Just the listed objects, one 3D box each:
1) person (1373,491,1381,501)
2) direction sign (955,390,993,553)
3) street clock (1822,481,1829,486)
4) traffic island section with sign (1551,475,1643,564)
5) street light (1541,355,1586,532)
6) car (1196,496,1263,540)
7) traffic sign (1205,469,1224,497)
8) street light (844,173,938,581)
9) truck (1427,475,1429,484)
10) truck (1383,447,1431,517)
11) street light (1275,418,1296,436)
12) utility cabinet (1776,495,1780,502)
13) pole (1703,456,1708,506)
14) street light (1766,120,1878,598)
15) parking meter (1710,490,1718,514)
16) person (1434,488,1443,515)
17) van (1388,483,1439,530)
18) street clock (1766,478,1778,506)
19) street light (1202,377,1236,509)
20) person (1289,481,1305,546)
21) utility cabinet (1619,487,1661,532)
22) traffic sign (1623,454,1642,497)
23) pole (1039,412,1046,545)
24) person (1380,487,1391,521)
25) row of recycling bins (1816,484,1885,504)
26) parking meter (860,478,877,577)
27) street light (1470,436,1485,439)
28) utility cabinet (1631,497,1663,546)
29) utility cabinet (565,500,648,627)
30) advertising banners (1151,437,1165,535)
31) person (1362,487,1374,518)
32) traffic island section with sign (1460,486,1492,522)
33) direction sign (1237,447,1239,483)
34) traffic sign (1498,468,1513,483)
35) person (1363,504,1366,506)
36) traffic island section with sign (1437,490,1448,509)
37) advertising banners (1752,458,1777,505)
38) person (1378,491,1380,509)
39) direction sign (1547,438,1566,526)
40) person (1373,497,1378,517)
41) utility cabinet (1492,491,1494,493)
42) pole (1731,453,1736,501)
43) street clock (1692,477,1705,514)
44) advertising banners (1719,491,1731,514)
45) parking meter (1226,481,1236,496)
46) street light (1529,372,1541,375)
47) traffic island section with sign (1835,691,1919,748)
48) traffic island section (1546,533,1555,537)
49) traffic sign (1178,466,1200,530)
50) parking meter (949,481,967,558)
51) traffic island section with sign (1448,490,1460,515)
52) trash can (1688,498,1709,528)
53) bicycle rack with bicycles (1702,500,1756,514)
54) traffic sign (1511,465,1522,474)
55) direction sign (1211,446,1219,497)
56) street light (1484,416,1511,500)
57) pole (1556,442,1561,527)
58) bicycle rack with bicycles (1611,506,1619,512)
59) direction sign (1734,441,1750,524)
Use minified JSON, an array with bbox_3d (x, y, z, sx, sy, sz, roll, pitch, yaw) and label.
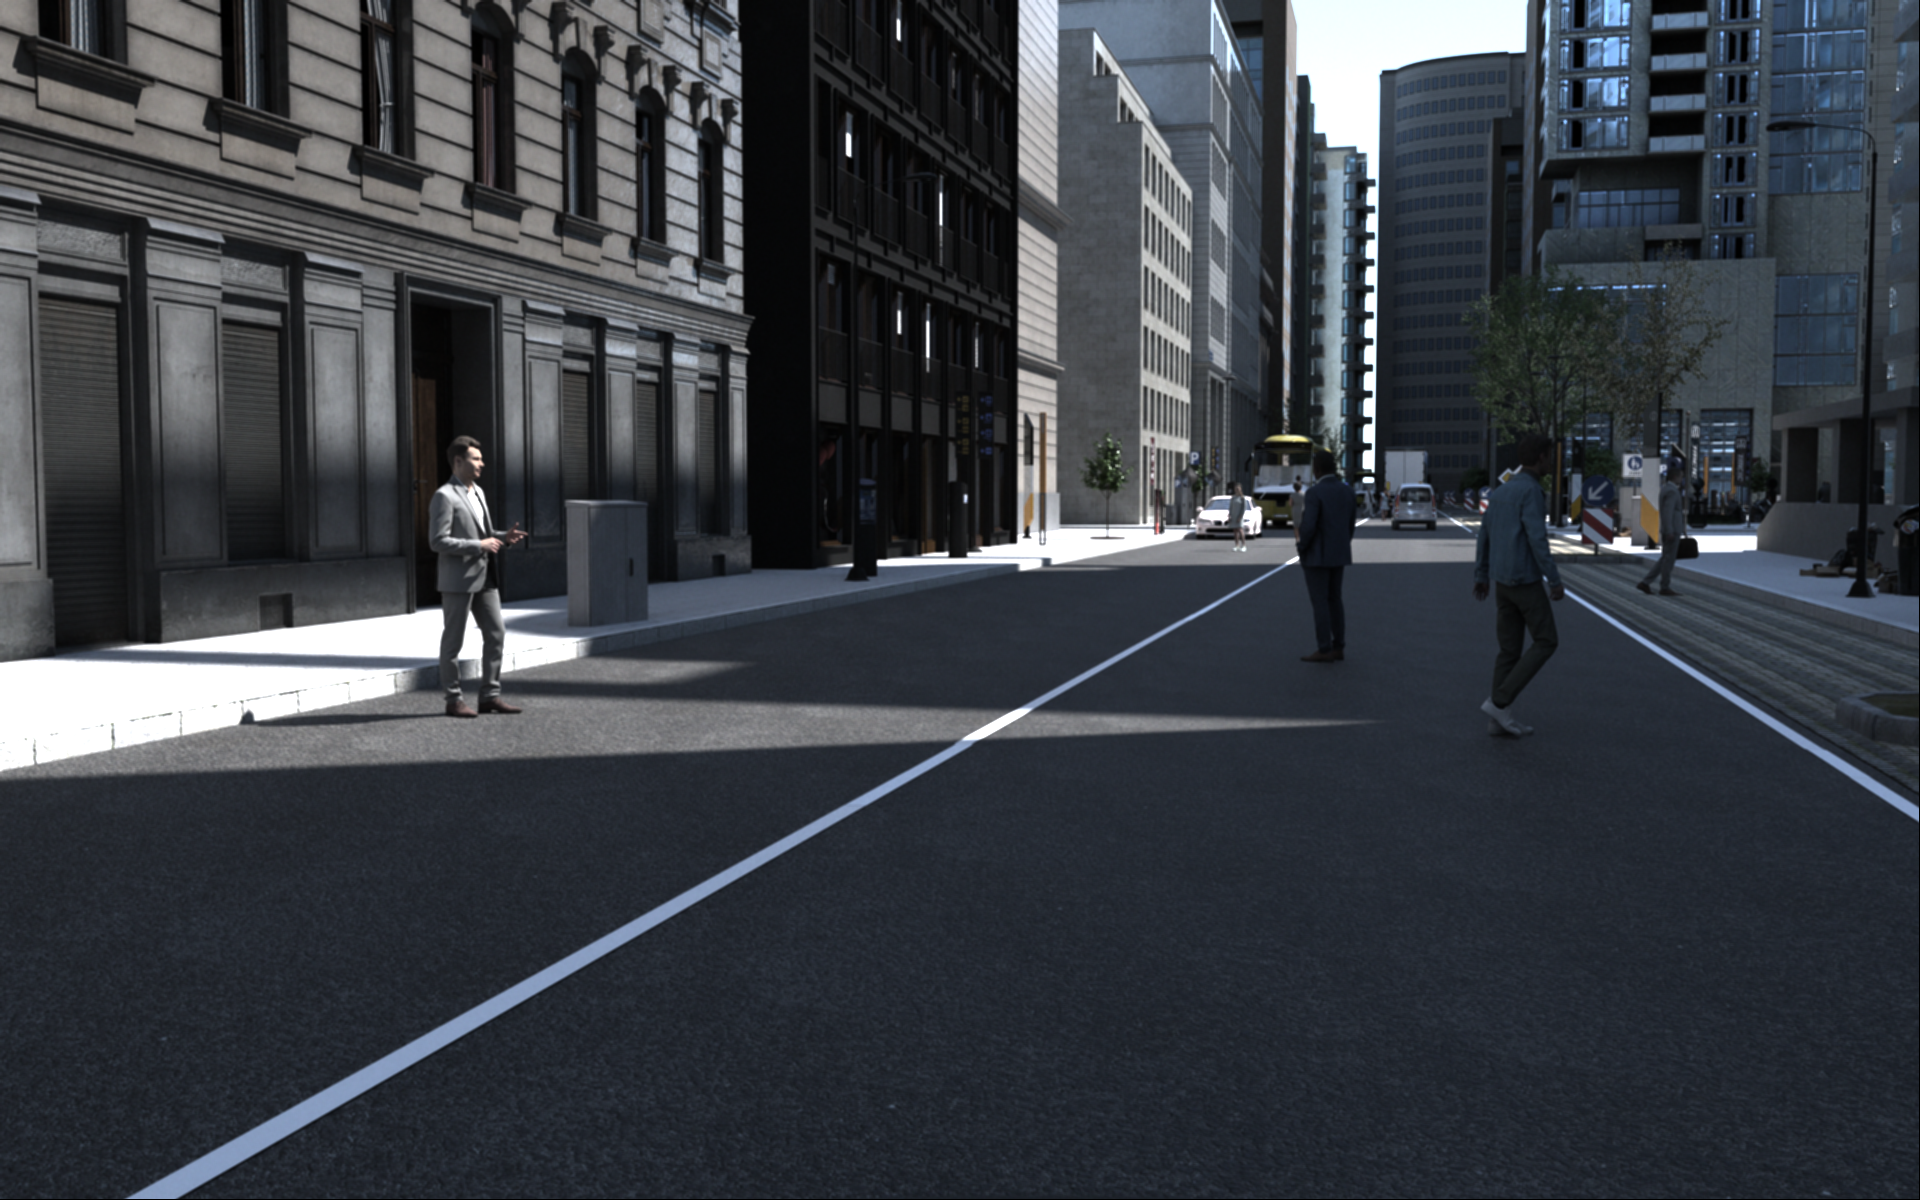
[{"bbox_3d":[38.676,-9.287,161.064,1.217,1.735,0.721,-2,4,-27],"label":"person"},{"bbox_3d":[0.316,-2.818,38.065,0.876,3.537,0.379,-1,4,-18],"label":"direction sign"},{"bbox_3d":[47.431,-5.525,94.900,0.358,2.002,0.471,1,4,10],"label":"street clock"},{"bbox_3d":[13.153,-1.690,36.261,1.989,1.847,2.006,1,4,15],"label":"traffic island section with sign"},{"bbox_3d":[20.325,-5.228,58.017,1.470,5.913,1.316,1,4,15],"label":"street light"},{"bbox_3d":[8.769,-2.679,56.160,2.083,1.381,4.827,1,4,14],"label":"car"},{"bbox_3d":[10.101,-3.997,68.995,0.795,2.450,0.064,1,4,15],"label":"traffic sign"},{"bbox_3d":[-1.005,-3.229,25.332,1.470,5.913,1.316,1,4,15],"label":"street light"},{"bbox_3d":[34.191,-8.379,132.927,3.469,3.379,9.791,1,4,16],"label":"truck"},{"bbox_3d":[28.183,-7.361,109.266,2.839,4.237,11.283,1,4,16],"label":"truck"},{"bbox_3d":[19.730,-8.131,105.476,1.470,5.913,1.316,1,4,15],"label":"street light"},{"bbox_3d":[44.643,-5.117,94.819,0.306,1.237,1.020,-3,5,-39],"label":"utility cabinet"},{"bbox_3d":[40.401,-6.117,93.863,0.158,3.312,0.155,0,3,0],"label":"pole"},{"bbox_3d":[10.711,-2.998,21.562,1.470,5.913,1.316,1,4,15],"label":"street light"},{"bbox_3d":[45.398,-5.863,104.265,0.372,1.533,0.369,0,3,0],"label":"parking meter"},{"bbox_3d":[32.061,-6.608,116.517,0.794,1.824,0.713,-1,4,-23],"label":"person"},{"bbox_3d":[18.302,-3.844,69.868,2.013,2.044,4.112,1,4,13],"label":"van"},{"bbox_3d":[37.209,-4.579,79.438,0.471,2.002,0.358,-1,4,-9],"label":"street clock"},{"bbox_3d":[10.242,-5.886,68.774,1.470,5.913,1.316,1,4,15],"label":"street light"},{"bbox_3d":[9.406,-2.376,47.700,0.716,1.782,0.532,0,4,4],"label":"person"},{"bbox_3d":[21.296,-2.790,54.292,1.173,1.500,0.318,0,4,1],"label":"utility cabinet"},{"bbox_3d":[16.998,-2.539,43.648,0.606,2.300,0.079,1,4,19],"label":"traffic sign"},{"bbox_3d":[2.075,-3.028,43.357,0.158,3.312,0.155,0,3,0],"label":"pole"},{"bbox_3d":[22.546,-5.088,91.776,0.616,1.811,0.778,1,4,18],"label":"person"},{"bbox_3d":[37.175,-4.043,73.221,3.534,1.692,1.069,0,4,7],"label":"row of recycling bins"},{"bbox_3d":[-1.480,-1.137,27.005,0.372,1.533,0.369,0,3,0],"label":"parking meter"},{"bbox_3d":[41.362,-10.141,138.344,1.470,5.913,1.316,1,4,15],"label":"street light"},{"bbox_3d":[17.129,-1.932,42.755,1.020,1.237,0.306,2,4,25],"label":"utility cabinet"},{"bbox_3d":[-3.487,-0.369,17.191,0.306,1.237,1.020,1,4,22],"label":"utility cabinet"},{"bbox_3d":[6.163,-3.541,54.080,0.090,3.025,2.074,1,4,19],"label":"advertising banners"},{"bbox_3d":[24.065,-5.734,102.132,0.514,1.842,0.818,-3,5,-42],"label":"person"},{"bbox_3d":[27.181,-4.979,90.032,1.989,1.847,2.006,1,4,15],"label":"traffic island section with sign"},{"bbox_3d":[13.381,-5.593,83.436,0.379,3.537,0.876,0,4,7],"label":"direction sign"},{"bbox_3d":[20.929,-3.824,66.159,0.795,2.450,0.064,1,4,15],"label":"traffic sign"},{"bbox_3d":[47.756,-11.910,204.171,0.436,1.711,0.756,-1,4,-17],"label":"person"},{"bbox_3d":[46.666,-9.546,164.697,1.989,1.847,2.006,1,4,15],"label":"traffic island section with sign"},{"bbox_3d":[38.697,-5.282,82.552,2.074,3.025,0.090,3,4,36],"label":"advertising banners"},{"bbox_3d":[39.347,-9.376,162.620,0.721,1.723,1.217,0,4,-5],"label":"person"},{"bbox_3d":[24.046,-4.780,70.142,0.876,3.537,0.379,2,4,34],"label":"direction sign"},{"bbox_3d":[25.828,-5.774,107.594,0.332,1.250,0.352,-1,4,-13],"label":"person"},{"bbox_3d":[36.222,-6.640,117.235,0.318,1.500,1.173,0,4,0],"label":"utility cabinet"},{"bbox_3d":[38.662,-5.669,86.534,0.158,3.312,0.155,0,3,0],"label":"pole"},{"bbox_3d":[34.529,-4.676,81.015,0.358,2.002,0.471,-3,5,-43],"label":"street clock"},{"bbox_3d":[41.195,-5.908,92.791,2.074,3.025,0.090,-3,5,-43],"label":"advertising banners"},{"bbox_3d":[12.224,-4.423,78.030,0.399,1.863,0.255,3,5,42],"label":"parking meter"},{"bbox_3d":[22.309,-5.704,65.802,1.470,5.913,1.316,1,4,15],"label":"street light"},{"bbox_3d":[6.346,-0.093,10.149,1.989,1.847,2.006,1,4,15],"label":"traffic island section with sign"},{"bbox_3d":[18.938,-2.215,58.503,2.009,0.180,2.903,1,4,15],"label":"traffic island section"},{"bbox_3d":[8.085,-3.524,61.267,0.795,2.450,0.064,1,4,15],"label":"traffic sign"},{"bbox_3d":[-0.042,-1.607,34.690,0.372,1.533,0.369,0,3,0],"label":"parking meter"},{"bbox_3d":[34.120,-6.605,116.619,1.989,1.847,2.006,1,4,15],"label":"traffic island section with sign"},{"bbox_3d":[27.678,-3.259,64.932,0.748,1.137,0.748,0,3,0],"label":"trash can"},{"bbox_3d":[42.757,-5.111,96.943,2.925,0.926,2.852,0,4,1],"label":"bicycle rack with bicycles"},{"bbox_3d":[18.913,-3.351,58.432,0.795,2.450,0.064,1,4,15],"label":"traffic sign"},{"bbox_3d":[12.106,-5.523,82.298,0.379,3.537,0.876,2,4,30],"label":"direction sign"},{"bbox_3d":[31.838,-7.923,102.088,1.470,5.913,1.316,1,4,15],"label":"street light"},{"bbox_3d":[23.609,-4.547,68.182,0.158,3.312,0.155,0,3,0],"label":"pole"},{"bbox_3d":[36.842,-4.912,93.686,2.852,0.926,2.925,0,4,-4],"label":"bicycle rack with bicycles"},{"bbox_3d":[33.761,-5.063,74.783,0.379,3.537,0.876,-1,4,-23],"label":"direction sign"}]
